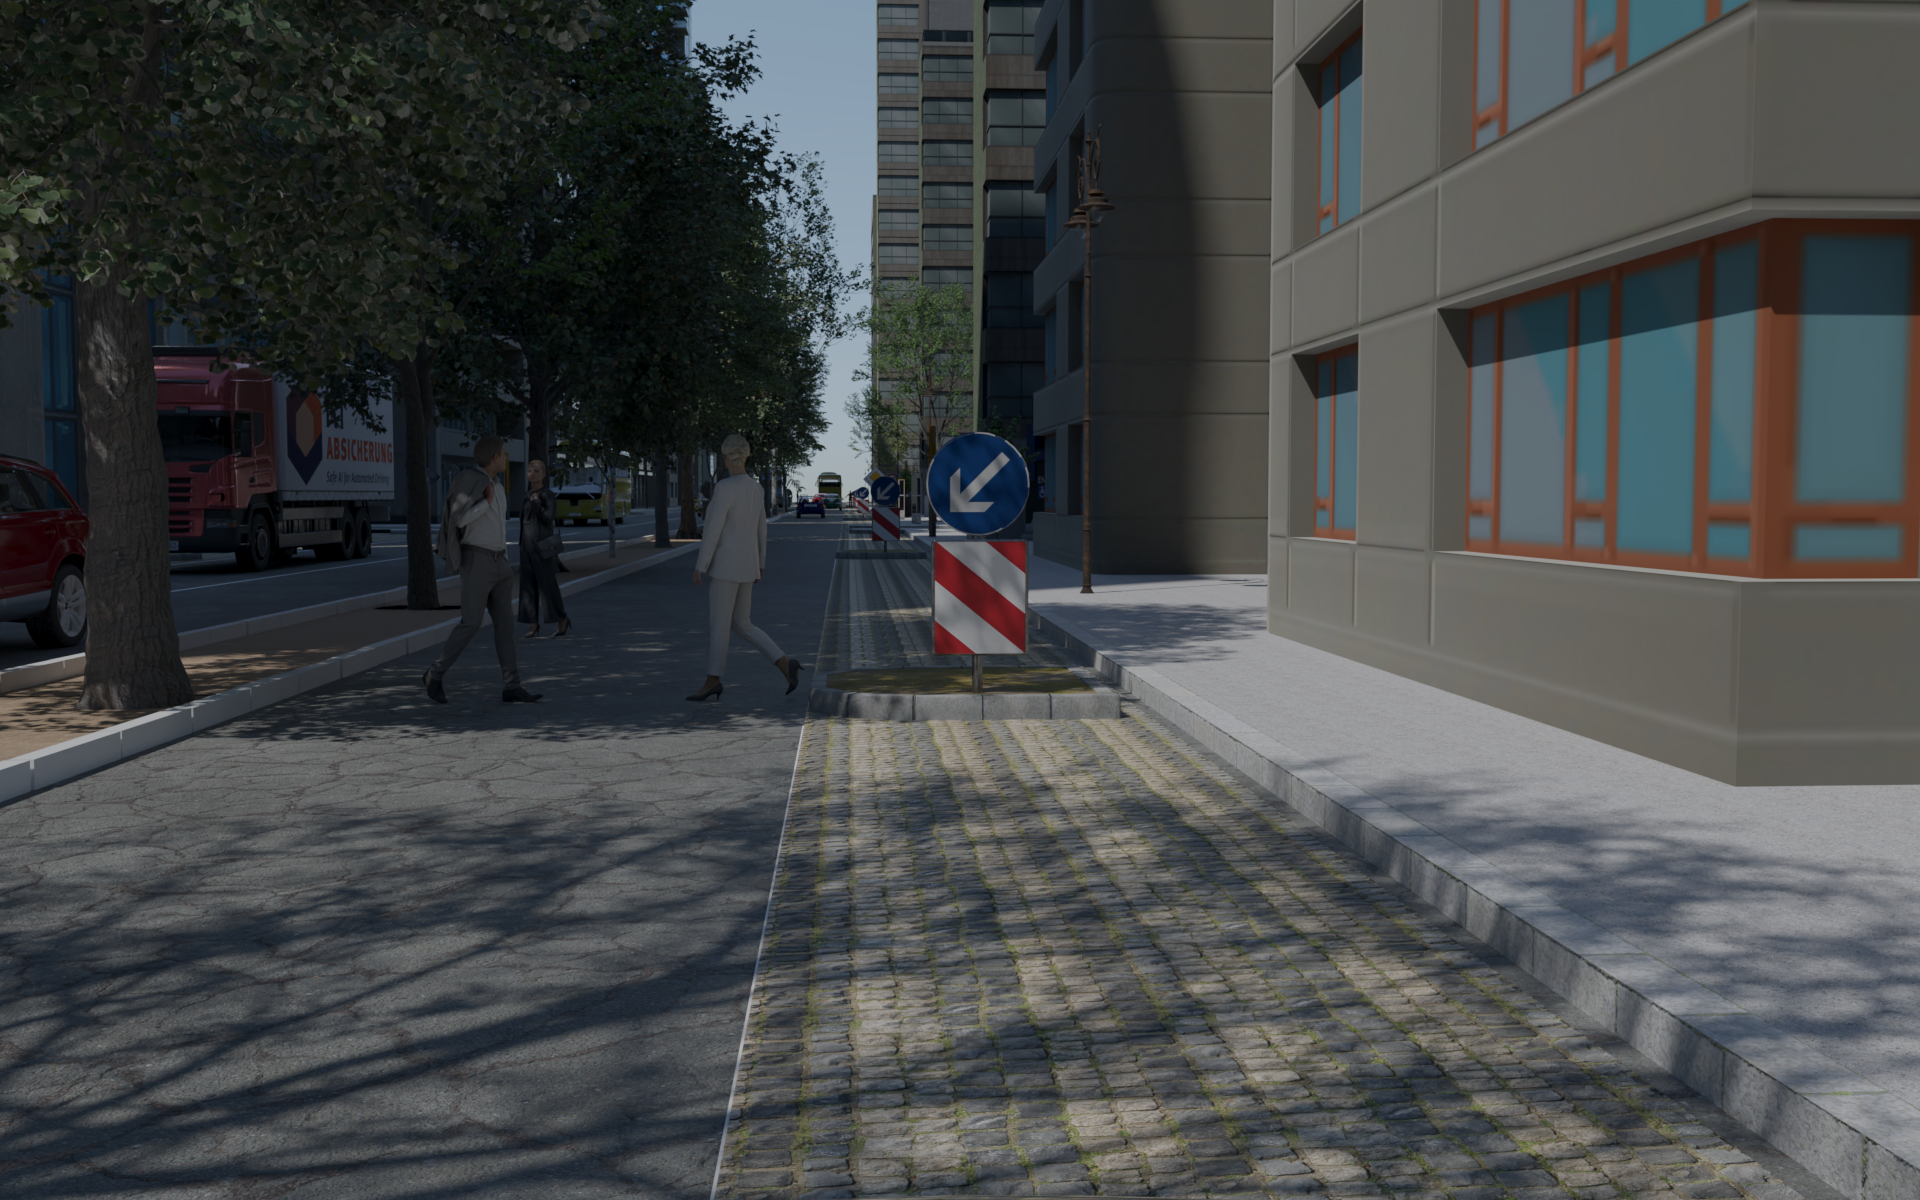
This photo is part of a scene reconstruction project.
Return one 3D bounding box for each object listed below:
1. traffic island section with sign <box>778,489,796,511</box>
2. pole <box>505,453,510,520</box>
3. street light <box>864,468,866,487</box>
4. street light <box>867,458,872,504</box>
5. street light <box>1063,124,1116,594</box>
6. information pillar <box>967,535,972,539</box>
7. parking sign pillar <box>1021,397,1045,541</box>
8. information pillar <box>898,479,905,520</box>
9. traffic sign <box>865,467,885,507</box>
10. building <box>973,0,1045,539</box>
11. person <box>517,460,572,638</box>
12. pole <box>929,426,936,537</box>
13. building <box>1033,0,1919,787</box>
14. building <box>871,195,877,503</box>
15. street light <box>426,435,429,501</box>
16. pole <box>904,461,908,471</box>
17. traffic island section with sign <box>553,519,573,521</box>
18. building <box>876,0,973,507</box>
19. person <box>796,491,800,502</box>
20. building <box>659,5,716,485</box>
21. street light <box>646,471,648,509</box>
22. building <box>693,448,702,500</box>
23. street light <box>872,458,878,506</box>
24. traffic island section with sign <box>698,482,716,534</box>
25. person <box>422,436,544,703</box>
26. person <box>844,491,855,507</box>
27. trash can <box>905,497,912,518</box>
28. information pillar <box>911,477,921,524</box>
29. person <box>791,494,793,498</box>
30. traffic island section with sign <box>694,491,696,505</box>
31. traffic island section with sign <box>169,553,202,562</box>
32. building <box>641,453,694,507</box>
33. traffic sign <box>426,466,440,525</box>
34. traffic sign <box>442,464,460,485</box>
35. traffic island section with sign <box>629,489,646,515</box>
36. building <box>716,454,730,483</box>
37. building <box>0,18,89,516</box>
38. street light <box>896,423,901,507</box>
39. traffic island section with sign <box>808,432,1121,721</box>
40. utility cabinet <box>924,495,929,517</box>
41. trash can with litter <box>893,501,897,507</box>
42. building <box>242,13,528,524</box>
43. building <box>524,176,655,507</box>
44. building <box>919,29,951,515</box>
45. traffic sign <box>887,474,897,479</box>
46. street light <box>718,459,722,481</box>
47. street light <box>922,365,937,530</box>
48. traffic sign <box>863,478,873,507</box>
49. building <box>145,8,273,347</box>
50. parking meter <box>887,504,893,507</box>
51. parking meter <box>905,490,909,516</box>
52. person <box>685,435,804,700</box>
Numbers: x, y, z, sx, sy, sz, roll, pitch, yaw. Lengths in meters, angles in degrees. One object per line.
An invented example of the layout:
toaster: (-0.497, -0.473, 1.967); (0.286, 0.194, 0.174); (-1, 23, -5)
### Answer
traffic island section with sign: (-14.499, -8.409, 145.630); (2.006, 1.907, 1.989); (0, 4, -4)
pole: (-22.273, -5.585, 85.156); (0.158, 3.312, 0.155); (0, 3, 0)
street light: (-13.964, -17.814, 264.047); (0.468, 5.910, 1.993); (0, 4, -4)
street light: (-11.341, -15.263, 222.336); (0.468, 5.910, 1.993); (0, 4, -4)
street light: (1.639, -3.022, 22.196); (0.468, 5.910, 1.993); (0, 4, -4)
information pillar: (0.367, -2.465, 44.787); (0.304, 2.012, 0.304); (2, 4, 28)
parking sign pillar: (2.417, -3.618, 47.629); (1.447, 3.967, 1.447); (-3, 5, -45)
information pillar: (-2.939, -5.046, 86.996); (0.304, 2.012, 0.304); (0, 4, -6)
traffic sign: (-3.074, -3.651, 63.332); (0.795, 2.450, 0.064); (0, 4, -4)
building: (7.280, -17.351, 55.390); (14.160, 30.474, 14.107); (0, 4, -4)
person: (-4.227, -0.520, 17.421); (0.576, 1.772, 0.534); (1, 4, 19)
pole: (-0.825, -3.549, 51.864); (0.158, 3.312, 0.155); (0, 3, 0)
building: (16.262, -10.836, 22.212); (27.650, 21.520, 28.899); (0, 4, -4)
building: (-2.799, -39.264, 265.662); (21.300, 48.544, 21.600); (0, 4, -4)
street light: (-21.705, -5.981, 70.569); (0.468, 5.910, 1.993); (0, 4, -4)
pole: (-3.285, -6.839, 105.653); (0.158, 3.312, 0.155); (0, 3, 0)
traffic island section with sign: (-21.118, -5.173, 93.205); (1.989, 1.847, 2.006); (0, 4, -4)
building: (0.398, -27.757, 137.414); (14.154, 41.232, 14.086); (0, 4, -4)
person: (-22.231, -14.029, 237.500); (0.705, 1.869, 1.348); (0, 4, 7)
building: (-45.400, -56.908, 243.111); (22.319, 86.520, 31.000); (0, 4, -4)
street light: (-26.547, -10.639, 146.729); (0.468, 5.910, 1.993); (0, 4, -4)
building: (-39.310, -32.285, 211.448); (14.154, 41.232, 14.086); (0, 4, -4)
street light: (-8.663, -12.781, 181.757); (0.468, 5.910, 1.993); (0, 4, -4)
traffic island section with sign: (-9.166, -3.371, 63.256); (2.006, 1.907, 1.989); (0, 4, -4)
person: (-3.295, -0.199, 11.858); (0.850, 1.850, 0.679); (1, 4, 10)
person: (-11.768, -10.835, 185.788); (1.348, 1.807, 0.705); (-1, 4, -23)
trash can: (-2.932, -5.041, 94.076); (0.748, 1.137, 0.748); (0, 3, 0)
information pillar: (-1.882, -4.287, 74.579); (0.304, 2.012, 0.304); (3, 5, 39)
person: (-28.934, -17.730, 298.320); (0.705, 1.831, 1.348); (-1, 4, -11)
traffic island section with sign: (-26.016, -9.799, 168.848); (1.989, 1.847, 2.006); (0, 4, -4)
traffic island section with sign: (-17.486, -1.747, 37.192); (1.989, 1.847, 2.006); (0, 4, -4)
building: (-44.450, -21.112, 190.221); (27.650, 21.520, 28.899); (0, 4, -4)
traffic sign: (-19.086, -3.589, 62.320); (0.795, 2.450, 0.064); (0, 4, -4)
traffic sign: (-21.483, -4.462, 73.056); (0.768, 2.556, 0.104); (0, 4, 5)
traffic island section with sign: (-22.861, -6.818, 120.104); (1.989, 1.847, 2.006); (0, 4, -4)
building: (-49.399, -26.344, 275.763); (27.650, 21.520, 28.899); (0, 4, -4)
building: (-36.699, -26.181, 47.663); (30.456, 49.044, 23.786); (0, 4, -4)
street light: (-3.801, -8.152, 106.075); (0.468, 5.910, 1.993); (0, 4, -4)
traffic island section with sign: (-0.037, -0.196, 11.837); (1.989, 1.847, 2.006); (0, 4, -4)
utility cabinet: (-1.849, -5.294, 97.721); (0.306, 1.237, 1.020); (0, 4, 3)
trash can with litter: (-4.462, -6.897, 124.150); (0.624, 1.170, 1.055); (-2, 4, -24)
building: (-33.393, -28.002, 81.534); (21.300, 48.544, 21.600); (0, 4, -4)
building: (-40.668, -32.974, 158.736); (23.786, 49.044, 30.456); (0, 4, -4)
building: (4.282, -20.826, 112.207); (14.160, 30.474, 14.107); (0, 4, -4)
traffic sign: (-4.210, -6.555, 107.273); (0.768, 2.556, 0.104); (0, 4, -1)
street light: (-31.999, -15.766, 230.555); (0.468, 5.910, 1.993); (0, 4, -4)
street light: (-1.079, -5.465, 62.141); (0.468, 5.910, 1.993); (0, 4, -4)
traffic sign: (-3.590, -4.138, 71.301); (0.795, 2.450, 0.064); (0, 4, -4)
building: (-37.032, -30.319, 115.319); (23.786, 49.044, 30.456); (0, 4, -4)
parking meter: (-4.311, -5.974, 106.081); (0.372, 1.533, 0.369); (0, 3, 0)
parking meter: (-3.132, -5.646, 100.726); (0.372, 1.533, 0.369); (0, 3, 0)
person: (-1.500, -0.222, 12.004); (0.818, 1.842, 0.514); (0, 4, 5)
